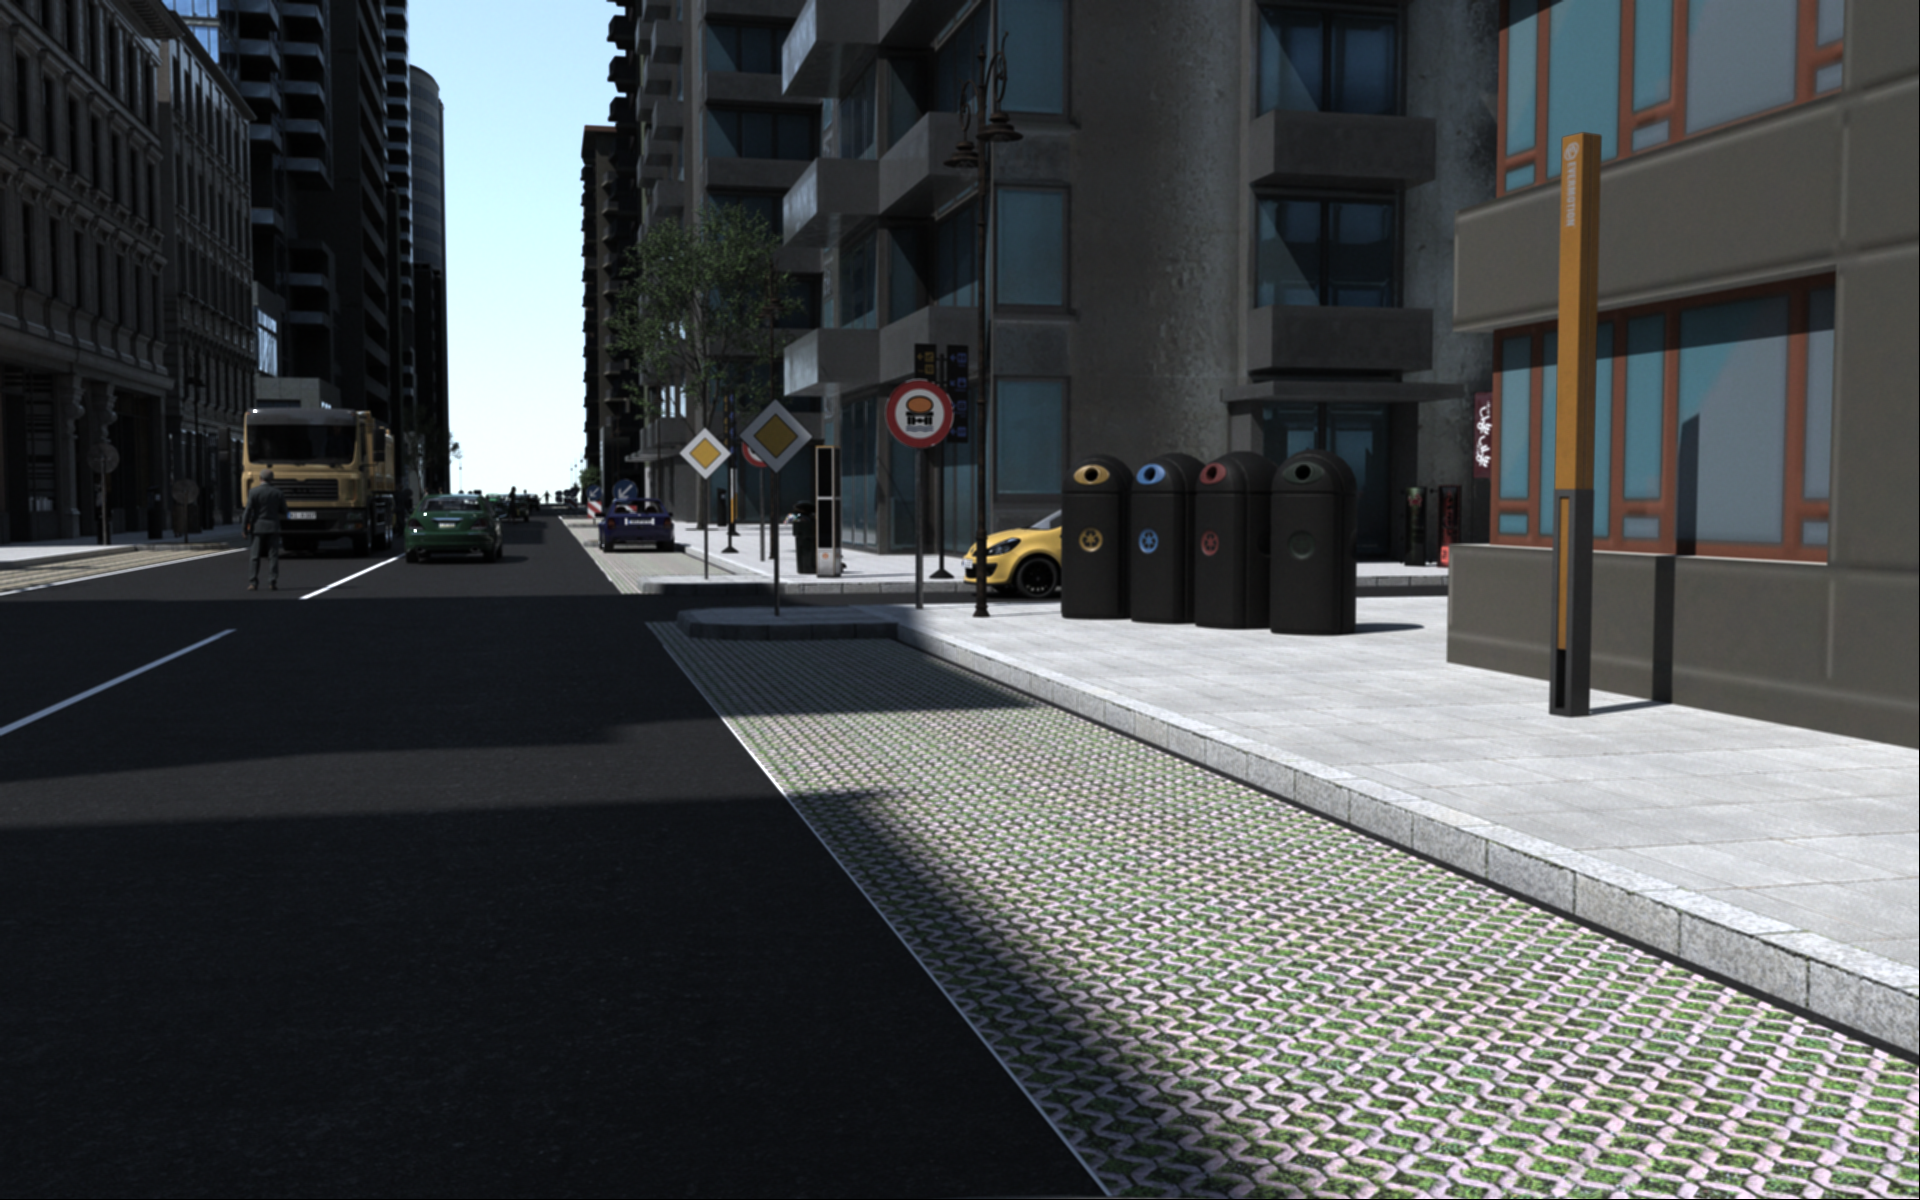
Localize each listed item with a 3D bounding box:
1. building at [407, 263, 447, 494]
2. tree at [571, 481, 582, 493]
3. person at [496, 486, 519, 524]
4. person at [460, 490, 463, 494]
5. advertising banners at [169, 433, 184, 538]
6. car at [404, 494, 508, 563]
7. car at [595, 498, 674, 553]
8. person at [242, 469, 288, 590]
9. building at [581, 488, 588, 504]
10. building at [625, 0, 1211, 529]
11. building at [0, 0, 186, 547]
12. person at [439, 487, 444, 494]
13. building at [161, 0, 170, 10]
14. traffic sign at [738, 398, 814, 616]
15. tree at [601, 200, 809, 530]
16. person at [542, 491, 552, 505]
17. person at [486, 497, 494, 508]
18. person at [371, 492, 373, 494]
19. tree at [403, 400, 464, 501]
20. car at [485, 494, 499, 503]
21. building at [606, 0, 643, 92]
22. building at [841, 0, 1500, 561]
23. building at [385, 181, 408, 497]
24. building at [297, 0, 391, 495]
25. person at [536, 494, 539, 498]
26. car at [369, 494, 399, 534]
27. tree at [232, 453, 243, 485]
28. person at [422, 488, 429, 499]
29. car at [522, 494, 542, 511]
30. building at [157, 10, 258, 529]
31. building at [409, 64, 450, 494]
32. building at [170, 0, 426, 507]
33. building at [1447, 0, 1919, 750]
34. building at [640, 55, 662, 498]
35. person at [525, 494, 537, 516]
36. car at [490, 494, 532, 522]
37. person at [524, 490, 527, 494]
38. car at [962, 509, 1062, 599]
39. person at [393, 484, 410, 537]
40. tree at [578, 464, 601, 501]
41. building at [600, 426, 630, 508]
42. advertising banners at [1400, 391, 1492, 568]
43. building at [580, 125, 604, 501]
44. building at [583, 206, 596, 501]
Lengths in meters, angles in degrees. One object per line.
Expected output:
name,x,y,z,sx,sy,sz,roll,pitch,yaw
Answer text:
building,-71.057,-26.990,212.981,14.160,30.474,14.107,-1,4,-14
tree,-55.492,-15.612,249.855,1.663,3.219,1.824,0,3,0
person,-21.536,-4.492,82.163,0.699,1.804,1.509,3,5,43
person,-40.129,-7.988,139.840,0.721,1.736,1.217,-1,4,-20
advertising banners,-23.091,-3.353,51.013,0.090,3.025,2.074,-1,4,-16
car,-10.924,-1.573,37.515,2.131,1.459,4.920,-1,4,-12
car,-8.162,-1.893,43.530,1.945,1.354,3.894,-1,4,-14
person,-10.397,-1.053,25.887,0.661,1.801,0.590,-2,4,-32
building,-34.519,-33.061,232.427,32.217,40.220,23.993,-1,4,-14
building,-4.465,-28.544,86.303,23.786,49.044,30.456,-1,4,-14
building,-27.867,-11.633,41.105,10.553,20.767,40.483,-1,4,-14
person,-27.638,-5.100,92.224,0.374,1.781,0.599,0,4,6
building,-50.001,-48.535,106.214,22.319,86.520,31.000,-1,4,-14
traffic sign,-1.934,-0.890,18.201,0.795,2.450,0.064,-1,4,-14
tree,-9.034,-8.281,61.157,9.928,11.665,9.643,0,3,0
person,-52.364,-12.930,219.529,1.348,1.869,0.705,-1,4,-23
person,-20.962,-3.934,77.106,0.425,1.301,0.394,0,4,-1
person,-26.546,-4.227,77.735,0.709,1.813,0.853,0,4,6
tree,-53.036,-14.428,170.311,8.767,10.594,7.601,-1,4,-13
car,-50.400,-10.883,186.732,1.959,1.807,4.718,-1,4,-12
building,-14.844,-29.076,130.012,22.147,44.769,28.867,-1,4,-14
building,10.742,-25.879,42.723,30.456,49.044,23.786,-1,4,-14
building,-56.814,-23.267,152.120,14.160,30.474,14.107,-1,4,-14
building,-56.271,-31.160,133.160,21.300,48.544,21.600,-1,4,-14
person,-57.069,-13.559,233.450,1.065,1.426,0.557,2,4,27
car,-21.543,-3.276,63.793,2.015,1.641,3.980,-1,4,-14
tree,-28.120,-4.570,69.321,1.663,3.219,1.824,0,3,0
person,-29.488,-5.304,95.553,0.374,1.781,0.599,-2,4,-27
car,-37.133,-8.398,149.100,2.131,1.459,4.920,-1,4,-12
building,-34.879,-13.507,69.988,9.793,20.994,18.267,-1,4,-14
building,-80.561,-42.238,232.596,21.231,58.520,28.212,-1,4,-14
building,-70.213,-53.556,188.314,22.319,86.520,31.000,-1,4,-14
building,20.546,-9.586,1.778,27.650,21.520,28.899,-1,4,-14
building,-12.942,-20.619,108.814,14.160,30.474,14.107,-1,4,-14
person,-28.484,-6.281,114.454,1.065,1.426,0.557,-1,4,-22
car,-23.384,-4.792,90.147,2.131,1.459,4.920,-1,4,-14
person,-38.915,-8.956,154.900,0.705,1.831,1.348,-1,4,-12
car,2.018,-0.883,24.667,3.980,1.641,2.015,-1,4,-14
person,-18.642,-2.993,57.864,0.534,1.772,0.576,0,4,-1
tree,-39.091,-12.289,184.632,4.285,4.588,4.351,0,3,0
building,-21.523,-51.737,158.576,22.319,86.520,31.000,-1,4,-14
advertising banners,8.489,-2.073,30.087,0.090,3.025,2.074,-2,4,-34
building,-33.384,-33.688,205.421,22.147,44.769,28.867,-1,4,-14
building,-46.759,-36.651,249.347,14.600,45.320,14.200,-1,4,-14
